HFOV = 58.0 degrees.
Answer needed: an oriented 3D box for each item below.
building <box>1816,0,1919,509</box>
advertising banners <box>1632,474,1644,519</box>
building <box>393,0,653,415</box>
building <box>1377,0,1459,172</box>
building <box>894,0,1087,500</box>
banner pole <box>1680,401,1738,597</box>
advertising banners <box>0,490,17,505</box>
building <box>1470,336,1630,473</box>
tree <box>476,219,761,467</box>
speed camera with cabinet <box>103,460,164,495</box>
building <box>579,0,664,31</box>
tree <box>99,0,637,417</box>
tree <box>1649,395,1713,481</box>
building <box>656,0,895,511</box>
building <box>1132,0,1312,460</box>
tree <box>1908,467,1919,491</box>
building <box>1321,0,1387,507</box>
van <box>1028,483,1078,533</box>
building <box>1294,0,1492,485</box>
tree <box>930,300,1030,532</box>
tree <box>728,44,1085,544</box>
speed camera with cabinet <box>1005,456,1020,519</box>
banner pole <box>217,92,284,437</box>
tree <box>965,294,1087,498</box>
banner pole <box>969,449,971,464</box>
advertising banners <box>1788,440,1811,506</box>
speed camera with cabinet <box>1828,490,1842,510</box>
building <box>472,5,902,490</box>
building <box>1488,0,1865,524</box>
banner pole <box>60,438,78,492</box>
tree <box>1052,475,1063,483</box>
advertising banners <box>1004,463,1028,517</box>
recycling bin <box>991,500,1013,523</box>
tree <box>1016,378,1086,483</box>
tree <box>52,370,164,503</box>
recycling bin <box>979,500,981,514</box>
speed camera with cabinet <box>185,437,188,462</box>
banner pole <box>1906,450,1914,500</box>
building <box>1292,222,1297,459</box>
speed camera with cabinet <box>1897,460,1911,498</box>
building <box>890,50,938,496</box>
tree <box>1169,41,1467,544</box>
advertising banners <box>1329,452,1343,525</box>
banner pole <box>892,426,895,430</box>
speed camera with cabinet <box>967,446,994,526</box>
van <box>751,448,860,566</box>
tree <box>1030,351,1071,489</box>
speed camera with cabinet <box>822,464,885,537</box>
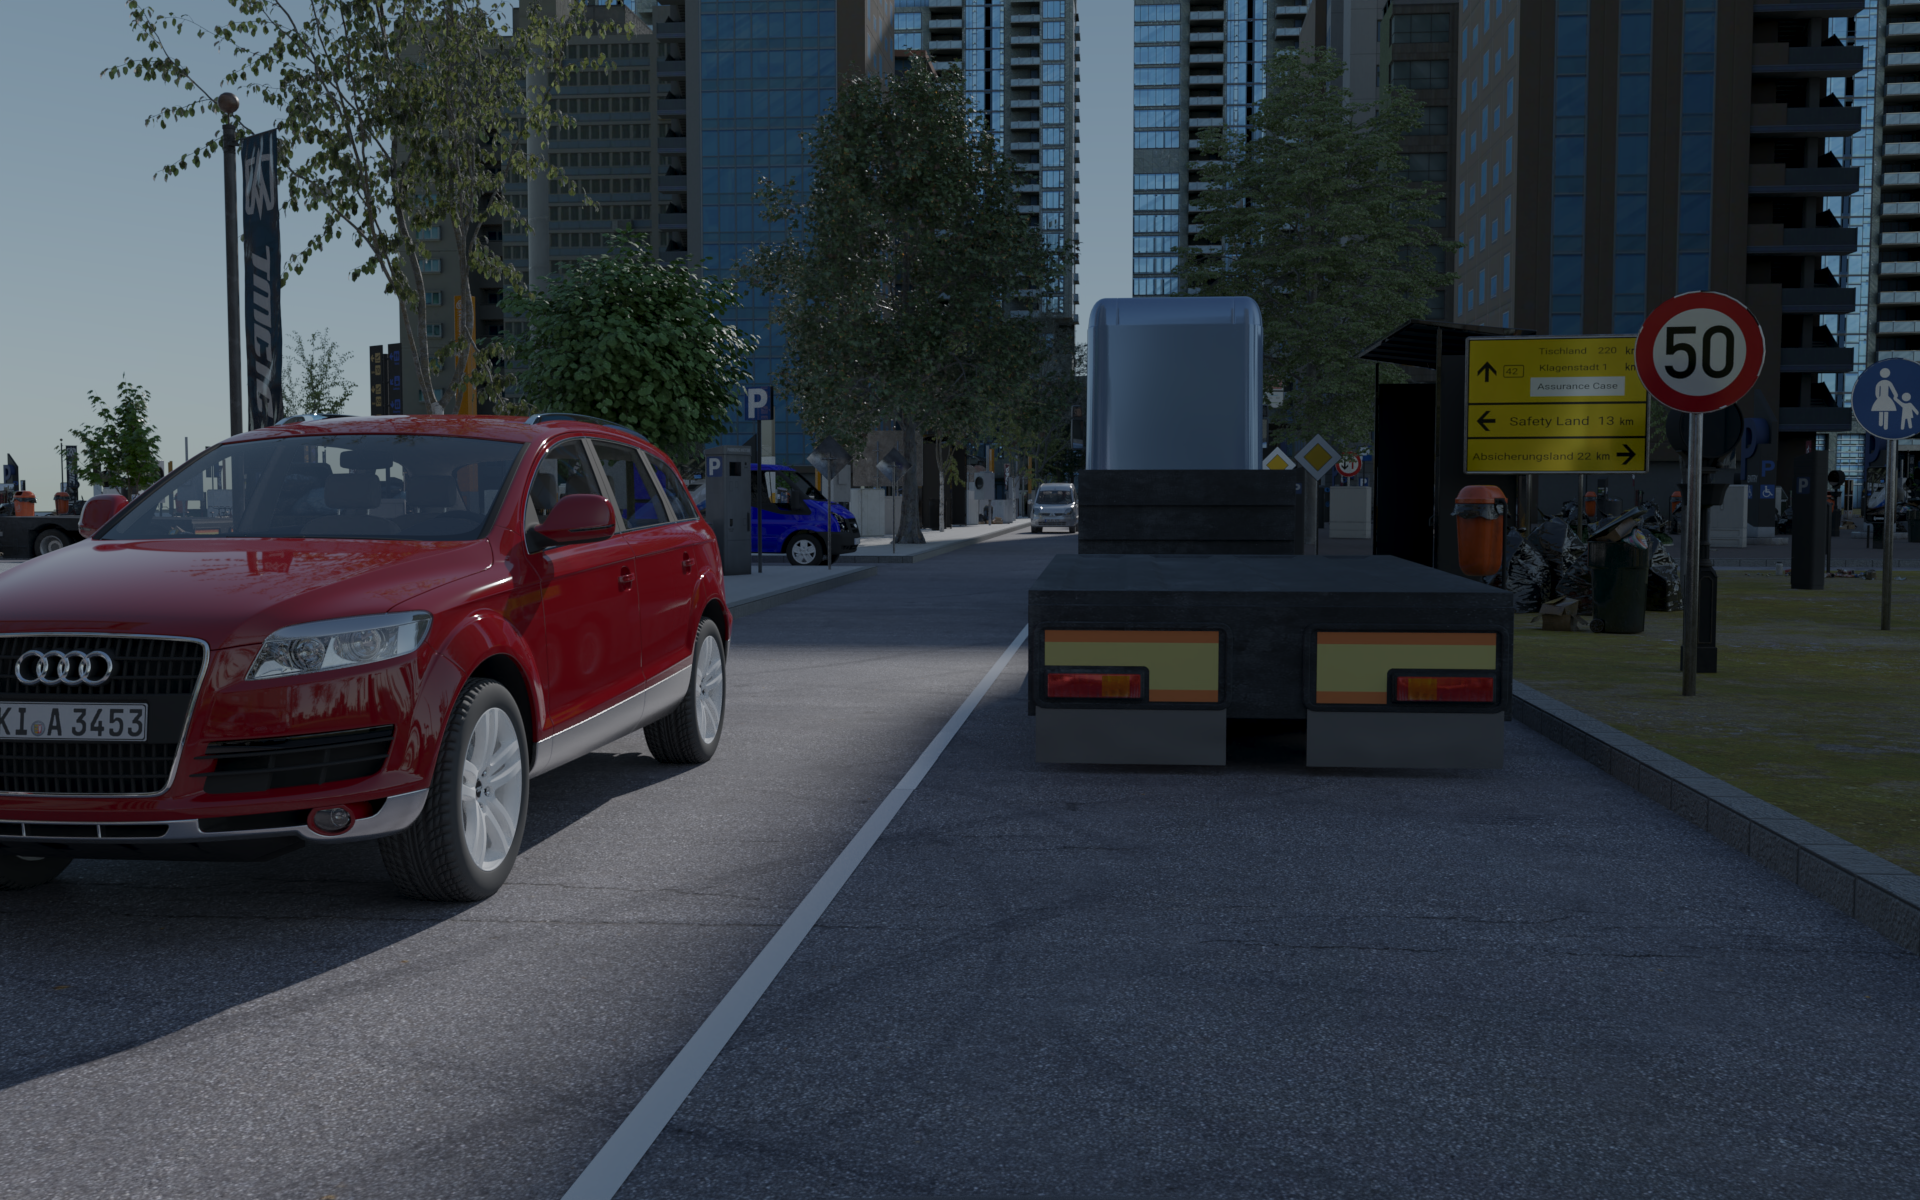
[{"bbox_3d":[79.616,-51.623,156.703,31.000,86.520,22.319,0,4,6],"label":"building"},{"bbox_3d":[24.190,-4.016,61.843,0.090,3.025,2.074,1,4,11],"label":"advertising banners"},{"bbox_3d":[-40.990,-33.467,170.891,21.600,48.544,21.300,0,4,6],"label":"building"},{"bbox_3d":[31.496,-20.223,102.351,14.160,30.474,14.107,0,4,6],"label":"building"},{"bbox_3d":[1.966,-55.333,217.372,31.000,86.520,22.319,0,4,6],"label":"building"},{"bbox_3d":[9.295,-1.933,21.615,0.863,3.779,0.401,0,4,-1],"label":"banner pole"},{"bbox_3d":[-41.680,-4.844,75.388,2.074,3.025,0.090,1,4,11],"label":"advertising banners"},{"bbox_3d":[63.792,-36.308,213.251,30.456,49.044,23.786,0,4,6],"label":"building"},{"bbox_3d":[-4.080,-2.271,20.846,4.285,4.588,4.351,0,3,0],"label":"tree"},{"bbox_3d":[-20.779,-3.012,43.585,0.660,3.252,2.038,0,4,3],"label":"speed camera with cabinet"},{"bbox_3d":[-43.347,-55.604,221.795,31.000,86.520,22.319,0,4,6],"label":"building"},{"bbox_3d":[-4.566,-3.921,14.474,4.360,8.622,3.978,0,3,0],"label":"tree"},{"bbox_3d":[27.615,-7.087,66.235,4.737,8.622,4.395,0,3,0],"label":"tree"},{"bbox_3d":[-12.378,-28.838,121.615,14.600,45.320,14.200,0,4,6],"label":"building"},{"bbox_3d":[33.075,-55.111,213.734,31.000,86.520,22.319,0,4,6],"label":"building"},{"bbox_3d":[36.185,-4.270,64.408,1.663,3.219,1.824,0,3,0],"label":"tree"},{"bbox_3d":[38.206,-35.970,130.109,21.231,58.520,28.212,0,4,6],"label":"building"},{"bbox_3d":[3.573,-3.526,64.655,2.013,2.044,4.112,0,4,7],"label":"van"},{"bbox_3d":[37.251,-30.709,152.200,14.600,45.320,14.200,0,4,6],"label":"building"},{"bbox_3d":[-0.376,-6.609,58.419,4.737,8.622,4.395,0,3,0],"label":"tree"},{"bbox_3d":[-1.315,-7.814,44.769,9.611,12.733,9.660,0,3,0],"label":"tree"},{"bbox_3d":[2.685,-5.842,89.847,0.660,3.252,2.038,0,4,-4],"label":"speed camera with cabinet"},{"bbox_3d":[-4.390,-1.268,10.750,0.863,3.779,0.401,3,5,42],"label":"banner pole"},{"bbox_3d":[4.764,-11.918,105.230,12.009,13.543,11.850,0,3,0],"label":"tree"},{"bbox_3d":[0.560,-6.386,94.421,0.401,3.779,0.863,0,4,3],"label":"banner pole"},{"bbox_3d":[27.739,-3.733,57.219,0.090,3.025,2.074,1,4,9],"label":"advertising banners"},{"bbox_3d":[39.981,-5.256,80.276,0.660,3.252,2.038,-1,4,-9],"label":"speed camera with cabinet"},{"bbox_3d":[-20.034,-27.514,141.733,32.217,40.220,23.993,0,4,6],"label":"building"},{"bbox_3d":[31.300,-26.274,79.696,14.600,45.320,14.200,0,4,6],"label":"building"},{"bbox_3d":[-40.189,-5.385,78.055,0.863,3.779,0.401,-2,4,-25],"label":"banner pole"},{"bbox_3d":[8.733,-9.698,153.171,1.663,3.219,1.824,0,3,0],"label":"tree"},{"bbox_3d":[3.180,-6.233,98.099,0.090,3.025,2.074,-3,5,-41],"label":"advertising banners"},{"bbox_3d":[1.840,-3.876,75.933,0.722,1.027,0.722,3,4,36],"label":"recycling bin"},{"bbox_3d":[7.406,-12.207,134.002,8.767,10.594,7.601,3,5,44],"label":"tree"},{"bbox_3d":[-13.005,-1.993,27.193,1.663,3.219,1.824,0,3,0],"label":"tree"},{"bbox_3d":[0.555,-4.119,79.903,0.722,1.027,0.722,0,4,-8],"label":"recycling bin"},{"bbox_3d":[-26.031,-4.020,60.061,2.038,3.252,0.660,0,4,4],"label":"speed camera with cabinet"},{"bbox_3d":[53.587,-6.589,97.742,0.401,3.779,0.863,0,3,0],"label":"banner pole"},{"bbox_3d":[39.017,-24.157,166.675,14.160,30.474,14.107,0,4,6],"label":"building"},{"bbox_3d":[53.527,-6.422,99.339,2.038,3.252,0.660,-1,4,-12],"label":"speed camera with cabinet"},{"bbox_3d":[-15.184,-31.398,167.989,28.867,44.769,22.147,0,4,6],"label":"building"},{"bbox_3d":[8.994,-7.735,44.587,7.486,12.596,7.792,0,3,0],"label":"tree"},{"bbox_3d":[15.439,-4.570,70.907,0.090,3.025,2.074,2,4,27],"label":"advertising banners"},{"bbox_3d":[-2.628,-4.522,63.945,0.863,3.779,0.401,-3,4,-38],"label":"banner pole"},{"bbox_3d":[0.573,-4.698,71.155,0.660,3.252,2.038,-3,4,-37],"label":"speed camera with cabinet"},{"bbox_3d":[-4.572,-1.799,33.791,5.245,2.365,2.240,0,4,7],"label":"van"},{"bbox_3d":[2.519,-8.072,82.331,4.737,8.622,4.395,0,3,0],"label":"tree"},{"bbox_3d":[-3.185,-3.520,51.885,2.038,3.252,0.660,-3,5,-44],"label":"speed camera with cabinet"}]
